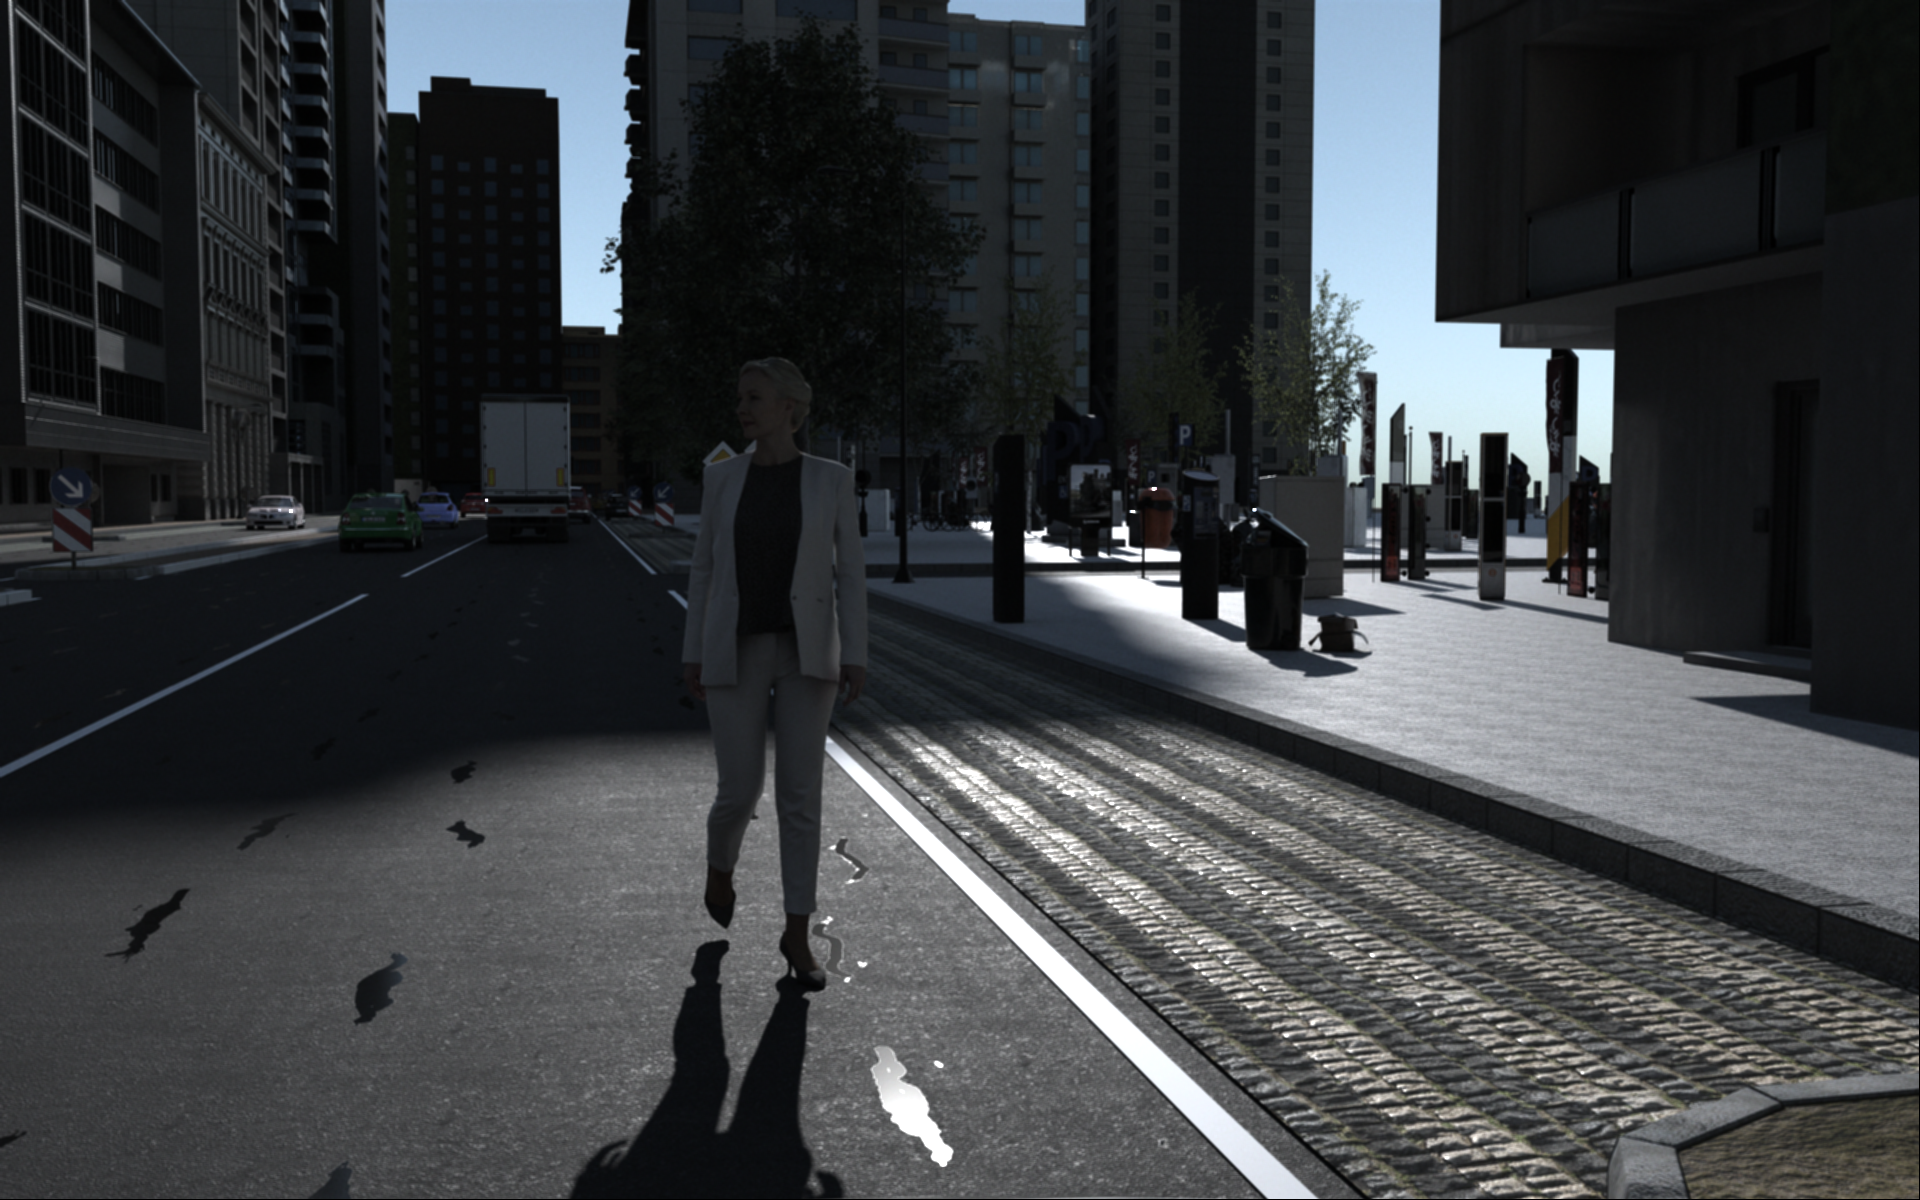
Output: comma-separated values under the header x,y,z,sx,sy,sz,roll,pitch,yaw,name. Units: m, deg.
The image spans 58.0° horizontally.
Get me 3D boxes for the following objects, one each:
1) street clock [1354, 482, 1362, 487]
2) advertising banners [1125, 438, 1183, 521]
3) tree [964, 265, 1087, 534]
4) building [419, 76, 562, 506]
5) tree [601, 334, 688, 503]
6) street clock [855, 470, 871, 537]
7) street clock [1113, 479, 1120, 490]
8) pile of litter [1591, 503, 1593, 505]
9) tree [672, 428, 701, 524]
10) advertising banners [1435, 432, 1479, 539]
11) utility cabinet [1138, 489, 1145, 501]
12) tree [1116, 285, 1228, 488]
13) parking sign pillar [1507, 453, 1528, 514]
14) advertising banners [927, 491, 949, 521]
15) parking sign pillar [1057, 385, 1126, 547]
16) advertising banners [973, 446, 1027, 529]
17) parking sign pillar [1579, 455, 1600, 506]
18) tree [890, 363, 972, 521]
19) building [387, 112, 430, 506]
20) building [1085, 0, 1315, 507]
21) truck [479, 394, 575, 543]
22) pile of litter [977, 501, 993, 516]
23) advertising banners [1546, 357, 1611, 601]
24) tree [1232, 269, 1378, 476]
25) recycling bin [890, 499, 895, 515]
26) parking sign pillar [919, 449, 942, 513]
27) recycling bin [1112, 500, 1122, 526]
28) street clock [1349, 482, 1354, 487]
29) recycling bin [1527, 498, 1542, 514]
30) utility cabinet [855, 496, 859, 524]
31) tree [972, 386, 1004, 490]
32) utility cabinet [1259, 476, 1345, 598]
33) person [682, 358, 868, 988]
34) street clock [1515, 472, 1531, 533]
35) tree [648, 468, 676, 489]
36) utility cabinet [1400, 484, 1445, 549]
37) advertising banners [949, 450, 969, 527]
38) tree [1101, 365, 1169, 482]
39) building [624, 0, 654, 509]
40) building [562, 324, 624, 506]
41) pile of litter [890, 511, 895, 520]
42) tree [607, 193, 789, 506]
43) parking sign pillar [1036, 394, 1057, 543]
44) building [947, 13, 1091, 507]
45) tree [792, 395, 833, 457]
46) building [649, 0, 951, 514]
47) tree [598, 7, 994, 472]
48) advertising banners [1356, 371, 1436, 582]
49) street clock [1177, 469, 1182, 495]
x,y,z,sx,sy,sz,roll,pitch,yaw,name
24.746,-6.253,106.812,0.471,2.002,0.358,1,4,20,street clock
6.145,-3.553,54.272,2.074,3.025,0.090,1,4,23,advertising banners
2.197,-6.476,56.251,4.737,8.622,4.395,0,3,0,tree
-51.119,-33.047,190.432,14.200,45.320,14.600,-1,4,-13,building
-17.622,-10.250,101.997,7.601,10.594,8.767,-1,4,-15,tree
-2.893,-2.884,51.725,0.471,2.002,0.358,3,5,40,street clock
7.568,-4.908,84.815,0.471,2.002,0.358,-1,4,-22,street clock
41.993,-6.140,114.357,1.176,0.858,1.719,-3,5,-42,pile of litter
-10.639,-5.501,73.653,4.285,4.588,4.351,0,3,0,tree
14.070,-3.246,49.266,2.074,3.025,0.090,-2,4,-30,advertising banners
8.539,-4.188,77.155,1.173,1.500,0.318,1,4,18,utility cabinet
7.619,-6.821,61.884,4.737,8.622,4.395,0,3,0,tree
36.191,-7.584,112.476,1.447,3.967,1.447,-2,4,-30,parking sign pillar
-0.542,-5.225,81.609,2.074,3.025,0.090,-1,4,-19,advertising banners
3.343,-3.296,42.359,1.447,3.967,1.447,-1,4,-13,parking sign pillar
1.524,-4.127,63.660,2.074,3.025,0.090,0,4,2,advertising banners
43.414,-8.014,119.500,1.447,3.967,1.447,0,4,5,parking sign pillar
-1.821,-7.815,78.136,4.360,8.622,3.978,0,3,0,tree
-65.243,-30.843,187.872,14.086,41.232,14.154,-1,4,-13,building
23.428,-45.506,182.278,20.611,71.187,20.563,-1,4,-13,building
-13.488,-3.996,54.246,2.839,4.237,11.283,-1,4,-13,truck
1.690,-5.380,101.921,1.719,0.858,1.176,-2,4,-30,pile of litter
7.732,-1.553,21.581,0.090,3.025,2.074,0,4,-5,advertising banners
11.150,-6.475,56.236,4.360,8.622,3.978,0,3,0,tree
-3.854,-5.151,96.768,0.722,1.027,0.722,1,4,13,recycling bin
-1.734,-7.006,103.016,1.447,3.967,1.447,1,4,19,parking sign pillar
6.082,-3.476,69.379,0.722,1.027,0.722,0,4,-8,recycling bin
24.438,-6.307,107.687,0.471,2.002,0.358,-2,4,-30,street clock
37.864,-6.221,114.271,0.722,1.027,0.722,-2,4,-30,recycling bin
-4.233,-3.499,68.375,0.306,1.237,1.020,-1,4,-20,utility cabinet
0.096,-8.940,96.531,4.360,8.622,3.978,0,3,0,tree
4.167,-0.764,21.175,1.173,1.500,0.318,-2,4,-34,utility cabinet
-0.586,0.187,5.322,0.514,1.842,0.818,-1,4,-20,person
18.497,-3.205,56.975,0.471,2.002,0.358,2,4,24,street clock
-18.632,-7.021,109.398,1.663,3.219,1.824,0,3,0,tree
10.710,-1.922,40.098,1.173,1.500,0.318,0,4,-3,utility cabinet
-0.044,-4.428,68.592,0.090,3.025,2.074,-1,4,-15,advertising banners
9.817,-9.061,98.511,4.360,8.622,3.978,0,3,0,tree
-18.149,-30.507,153.416,22.147,44.769,28.867,-1,4,-13,building
-31.759,-21.913,203.313,28.899,21.520,27.650,-1,4,-13,building
-3.827,-4.324,84.666,1.719,0.858,1.176,0,4,4,pile of litter
-9.170,-8.977,64.897,7.486,12.596,7.792,0,3,0,tree
2.891,-3.523,46.075,1.447,3.967,1.447,-3,5,-40,parking sign pillar
-1.921,-34.009,175.655,30.456,49.044,23.786,-1,4,-13,building
-6.946,-7.835,78.472,4.737,8.622,4.395,0,3,0,tree
-11.756,-35.662,125.080,21.231,58.520,28.212,-1,4,-13,building
-3.789,-7.607,41.386,9.611,12.733,9.660,0,3,0,tree
6.358,-1.789,25.431,0.090,3.025,2.074,3,5,44,advertising banners
5.639,-2.538,46.067,0.471,2.002,0.358,0,4,0,street clock
